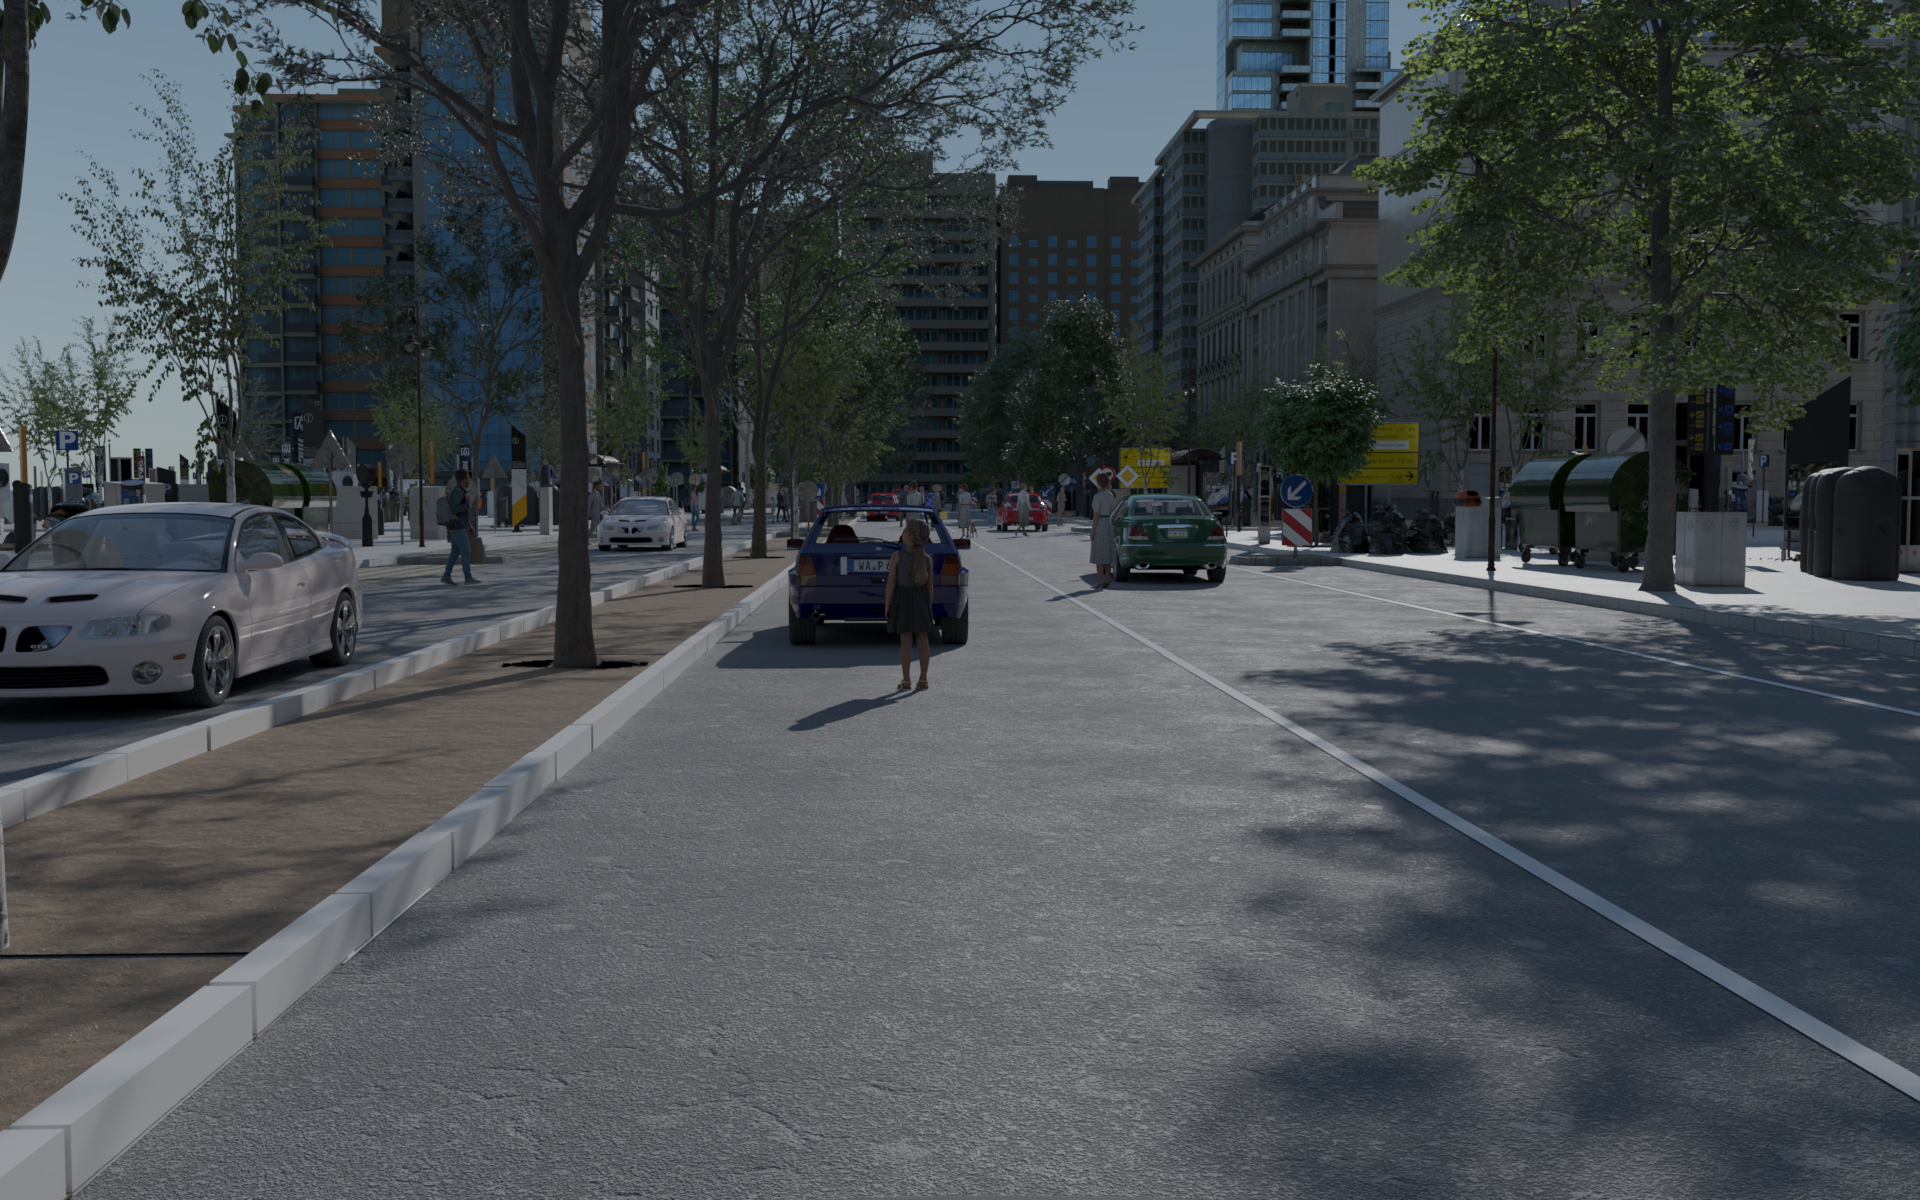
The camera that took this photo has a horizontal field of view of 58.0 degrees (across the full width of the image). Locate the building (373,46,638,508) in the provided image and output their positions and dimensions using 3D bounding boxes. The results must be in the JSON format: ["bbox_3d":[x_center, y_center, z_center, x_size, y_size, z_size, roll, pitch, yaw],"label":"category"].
[{"bbox_3d":[-43.236,-31.398,167.979,22.147,44.769,28.867,0,4,-2],"label":"building"}]

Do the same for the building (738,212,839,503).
[{"bbox_3d":[-24.072,-34.304,244.457,14.086,41.232,14.154,0,4,-2],"label":"building"}]

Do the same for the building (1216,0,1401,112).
[{"bbox_3d":[49.661,-57.360,250.503,31.000,86.520,22.319,0,4,-2],"label":"building"}]

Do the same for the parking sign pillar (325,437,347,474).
[{"bbox_3d":[-29.682,-5.712,81.863,1.447,3.967,1.447,0,4,5],"label":"parking sign pillar"}]

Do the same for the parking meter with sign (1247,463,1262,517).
[{"bbox_3d":[16.160,-6.211,97.813,0.543,3.016,1.738,-3,5,-41],"label":"parking meter with sign"}]

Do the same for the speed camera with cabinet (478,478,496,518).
[{"bbox_3d":[-25.904,-6.139,94.716,2.038,3.252,0.660,-1,4,-16],"label":"speed camera with cabinet"}]

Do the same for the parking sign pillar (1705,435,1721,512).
[{"bbox_3d":[34.605,-5.576,79.641,1.447,3.967,1.447,1,4,15],"label":"parking sign pillar"}]

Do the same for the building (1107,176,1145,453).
[{"bbox_3d":[26.649,-36.512,247.081,14.200,45.320,14.600,0,4,-2],"label":"building"}]

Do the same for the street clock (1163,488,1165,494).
[{"bbox_3d":[10.296,-5.024,86.719,0.358,2.002,0.471,1,4,16],"label":"street clock"}]

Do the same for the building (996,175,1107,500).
[{"bbox_3d":[12.483,-36.444,245.967,14.200,45.320,14.600,0,4,-2],"label":"building"}]

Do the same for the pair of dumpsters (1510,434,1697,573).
[{"bbox_3d":[11.143,-1.693,30.174,1.574,2.255,4.437,0,4,-2],"label":"pair of dumpsters"}]

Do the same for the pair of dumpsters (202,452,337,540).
[{"bbox_3d":[-15.213,-2.189,38.290,1.574,2.255,4.437,0,4,-2],"label":"pair of dumpsters"}]

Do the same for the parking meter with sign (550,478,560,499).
[{"bbox_3d":[-19.584,-5.382,84.263,1.738,3.016,0.543,-2,4,-30],"label":"parking meter with sign"}]

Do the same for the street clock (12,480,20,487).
[{"bbox_3d":[-48.386,-5.161,88.949,0.471,2.002,0.358,-3,5,-40],"label":"street clock"}]

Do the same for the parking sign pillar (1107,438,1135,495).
[{"bbox_3d":[7.814,-5.850,84.119,1.447,3.967,1.447,2,4,30],"label":"parking sign pillar"}]

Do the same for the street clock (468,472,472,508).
[{"bbox_3d":[-16.015,-3.171,56.414,0.358,2.002,0.471,2,4,35],"label":"street clock"}]

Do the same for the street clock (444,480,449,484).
[{"bbox_3d":[-26.859,-5.264,90.644,0.358,2.002,0.471,-1,4,-19],"label":"street clock"}]

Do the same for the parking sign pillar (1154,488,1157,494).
[{"bbox_3d":[15.436,-9.180,138.566,1.447,3.967,1.447,1,4,19],"label":"parking sign pillar"}]

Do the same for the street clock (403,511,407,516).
[{"bbox_3d":[-32.475,-5.911,101.209,0.358,2.002,0.471,-3,5,-41],"label":"street clock"}]

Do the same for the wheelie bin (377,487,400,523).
[{"bbox_3d":[-25.892,-4.349,79.014,0.693,1.594,0.980,0,4,7],"label":"wheelie bin"}]

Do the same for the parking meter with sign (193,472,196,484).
[{"bbox_3d":[-60.433,-8.712,138.701,1.738,3.016,0.543,0,4,-2],"label":"parking meter with sign"}]

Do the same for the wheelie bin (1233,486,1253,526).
[{"bbox_3d":[11.258,-3.736,68.999,0.693,1.594,0.980,0,4,-6],"label":"wheelie bin"}]

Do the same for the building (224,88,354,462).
[{"bbox_3d":[-62.910,-32.750,190.093,28.867,44.769,22.147,0,4,-2],"label":"building"}]

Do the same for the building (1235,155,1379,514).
[{"bbox_3d":[26.393,-16.403,109.983,13.314,21.916,24.055,0,4,-2],"label":"building"}]

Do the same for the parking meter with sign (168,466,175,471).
[{"bbox_3d":[-50.307,-6.887,108.864,1.738,3.016,0.543,0,4,6],"label":"parking meter with sign"}]

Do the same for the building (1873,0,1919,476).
[{"bbox_3d":[30.158,-11.698,33.060,13.314,21.916,24.055,0,4,-2],"label":"building"}]

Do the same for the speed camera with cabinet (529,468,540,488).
[{"bbox_3d":[-32.786,-8.412,131.874,0.660,3.252,2.038,1,4,20],"label":"speed camera with cabinet"}]

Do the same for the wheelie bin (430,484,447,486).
[{"bbox_3d":[-16.230,-2.821,54.039,0.980,1.594,0.693,1,4,12],"label":"wheelie bin"}]

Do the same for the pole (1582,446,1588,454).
[{"bbox_3d":[26.373,-4.852,73.179,0.158,3.312,0.155,0,3,0],"label":"pole"}]

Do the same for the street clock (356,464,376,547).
[{"bbox_3d":[-14.414,-2.294,42.081,0.471,2.002,0.358,2,4,34],"label":"street clock"}]

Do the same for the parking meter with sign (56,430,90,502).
[{"bbox_3d":[-23.996,-3.090,46.779,0.543,3.016,1.738,-2,4,-32],"label":"parking meter with sign"}]

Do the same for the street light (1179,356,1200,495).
[{"bbox_3d":[7.683,-5.214,58.044,0.468,5.910,1.993,0,4,-2],"label":"street light"}]

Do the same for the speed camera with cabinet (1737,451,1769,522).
[{"bbox_3d":[36.325,-5.201,79.366,0.660,3.252,2.038,0,4,-1],"label":"speed camera with cabinet"}]

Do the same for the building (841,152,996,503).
[{"bbox_3d":[-6.042,-38.180,247.939,21.600,48.544,21.300,0,4,-2],"label":"building"}]

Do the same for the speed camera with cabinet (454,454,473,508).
[{"bbox_3d":[-25.057,-5.572,85.441,0.660,3.252,2.038,2,4,25],"label":"speed camera with cabinet"}]

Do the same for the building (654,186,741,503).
[{"bbox_3d":[-45.879,-36.285,247.885,28.867,44.769,22.147,0,4,-2],"label":"building"}]

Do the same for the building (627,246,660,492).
[{"bbox_3d":[-41.303,-25.896,195.096,14.107,30.474,14.160,0,4,-2],"label":"building"}]

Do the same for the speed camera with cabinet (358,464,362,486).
[{"bbox_3d":[-39.992,-7.267,113.146,2.038,3.252,0.660,-1,4,-16],"label":"speed camera with cabinet"}]

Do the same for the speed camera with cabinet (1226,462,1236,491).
[{"bbox_3d":[17.339,-7.249,112.850,0.660,3.252,2.038,1,4,19],"label":"speed camera with cabinet"}]

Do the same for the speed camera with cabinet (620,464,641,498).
[{"bbox_3d":[-21.578,-7.289,113.511,0.660,3.252,2.038,1,4,16],"label":"speed camera with cabinet"}]

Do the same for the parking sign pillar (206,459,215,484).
[{"bbox_3d":[-42.357,-6.758,98.965,1.447,3.967,1.447,-3,5,-44],"label":"parking sign pillar"}]

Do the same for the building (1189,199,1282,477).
[{"bbox_3d":[24.583,-18.543,132.054,11.050,23.489,19.941,0,4,-2],"label":"building"}]

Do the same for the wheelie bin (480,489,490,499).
[{"bbox_3d":[-31.184,-6.472,113.728,0.980,1.594,0.693,0,4,2],"label":"wheelie bin"}]

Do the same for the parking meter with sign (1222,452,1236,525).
[{"bbox_3d":[10.987,-4.626,71.894,0.543,3.016,1.738,-1,4,-20],"label":"parking meter with sign"}]

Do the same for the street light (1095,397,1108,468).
[{"bbox_3d":[6.672,-6.654,81.587,0.468,5.910,1.993,0,4,-2],"label":"street light"}]

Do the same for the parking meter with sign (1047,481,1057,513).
[{"bbox_3d":[6.147,-7.406,117.343,0.543,3.016,1.738,-1,4,-13],"label":"parking meter with sign"}]

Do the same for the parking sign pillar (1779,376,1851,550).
[{"bbox_3d":[19.686,-3.140,39.811,1.447,3.967,1.447,2,4,24],"label":"parking sign pillar"}]

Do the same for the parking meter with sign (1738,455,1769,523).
[{"bbox_3d":[34.771,-4.908,76.512,1.738,3.016,0.543,-1,4,-12],"label":"parking meter with sign"}]

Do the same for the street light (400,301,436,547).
[{"bbox_3d":[-13.014,-4.216,41.721,0.468,5.910,1.993,0,4,-2],"label":"street light"}]

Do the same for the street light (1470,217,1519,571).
[{"bbox_3d":[8.882,-3.425,28.786,0.468,5.910,1.993,0,4,-2],"label":"street light"}]

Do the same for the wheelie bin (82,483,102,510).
[{"bbox_3d":[-25.876,-2.644,51.131,0.980,1.594,0.693,-2,4,-26],"label":"wheelie bin"}]

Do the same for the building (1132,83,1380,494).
[{"bbox_3d":[32.827,-29.127,168.107,32.217,40.220,23.993,0,4,-2],"label":"building"}]

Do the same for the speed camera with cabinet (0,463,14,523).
[{"bbox_3d":[-41.978,-5.004,76.158,0.660,3.252,2.038,0,4,7],"label":"speed camera with cabinet"}]

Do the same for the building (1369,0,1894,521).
[{"bbox_3d":[34.660,-17.752,87.505,25.104,27.353,12.463,0,4,-2],"label":"building"}]

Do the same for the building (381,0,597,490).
[{"bbox_3d":[-39.041,-30.345,146.253,14.600,45.320,14.200,0,4,-2],"label":"building"}]

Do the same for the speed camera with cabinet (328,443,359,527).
[{"bbox_3d":[-24.406,-4.445,67.015,0.660,3.252,2.038,2,4,25],"label":"speed camera with cabinet"}]

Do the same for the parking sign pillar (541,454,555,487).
[{"bbox_3d":[-27.708,-7.835,116.567,1.447,3.967,1.447,1,4,9],"label":"parking sign pillar"}]
